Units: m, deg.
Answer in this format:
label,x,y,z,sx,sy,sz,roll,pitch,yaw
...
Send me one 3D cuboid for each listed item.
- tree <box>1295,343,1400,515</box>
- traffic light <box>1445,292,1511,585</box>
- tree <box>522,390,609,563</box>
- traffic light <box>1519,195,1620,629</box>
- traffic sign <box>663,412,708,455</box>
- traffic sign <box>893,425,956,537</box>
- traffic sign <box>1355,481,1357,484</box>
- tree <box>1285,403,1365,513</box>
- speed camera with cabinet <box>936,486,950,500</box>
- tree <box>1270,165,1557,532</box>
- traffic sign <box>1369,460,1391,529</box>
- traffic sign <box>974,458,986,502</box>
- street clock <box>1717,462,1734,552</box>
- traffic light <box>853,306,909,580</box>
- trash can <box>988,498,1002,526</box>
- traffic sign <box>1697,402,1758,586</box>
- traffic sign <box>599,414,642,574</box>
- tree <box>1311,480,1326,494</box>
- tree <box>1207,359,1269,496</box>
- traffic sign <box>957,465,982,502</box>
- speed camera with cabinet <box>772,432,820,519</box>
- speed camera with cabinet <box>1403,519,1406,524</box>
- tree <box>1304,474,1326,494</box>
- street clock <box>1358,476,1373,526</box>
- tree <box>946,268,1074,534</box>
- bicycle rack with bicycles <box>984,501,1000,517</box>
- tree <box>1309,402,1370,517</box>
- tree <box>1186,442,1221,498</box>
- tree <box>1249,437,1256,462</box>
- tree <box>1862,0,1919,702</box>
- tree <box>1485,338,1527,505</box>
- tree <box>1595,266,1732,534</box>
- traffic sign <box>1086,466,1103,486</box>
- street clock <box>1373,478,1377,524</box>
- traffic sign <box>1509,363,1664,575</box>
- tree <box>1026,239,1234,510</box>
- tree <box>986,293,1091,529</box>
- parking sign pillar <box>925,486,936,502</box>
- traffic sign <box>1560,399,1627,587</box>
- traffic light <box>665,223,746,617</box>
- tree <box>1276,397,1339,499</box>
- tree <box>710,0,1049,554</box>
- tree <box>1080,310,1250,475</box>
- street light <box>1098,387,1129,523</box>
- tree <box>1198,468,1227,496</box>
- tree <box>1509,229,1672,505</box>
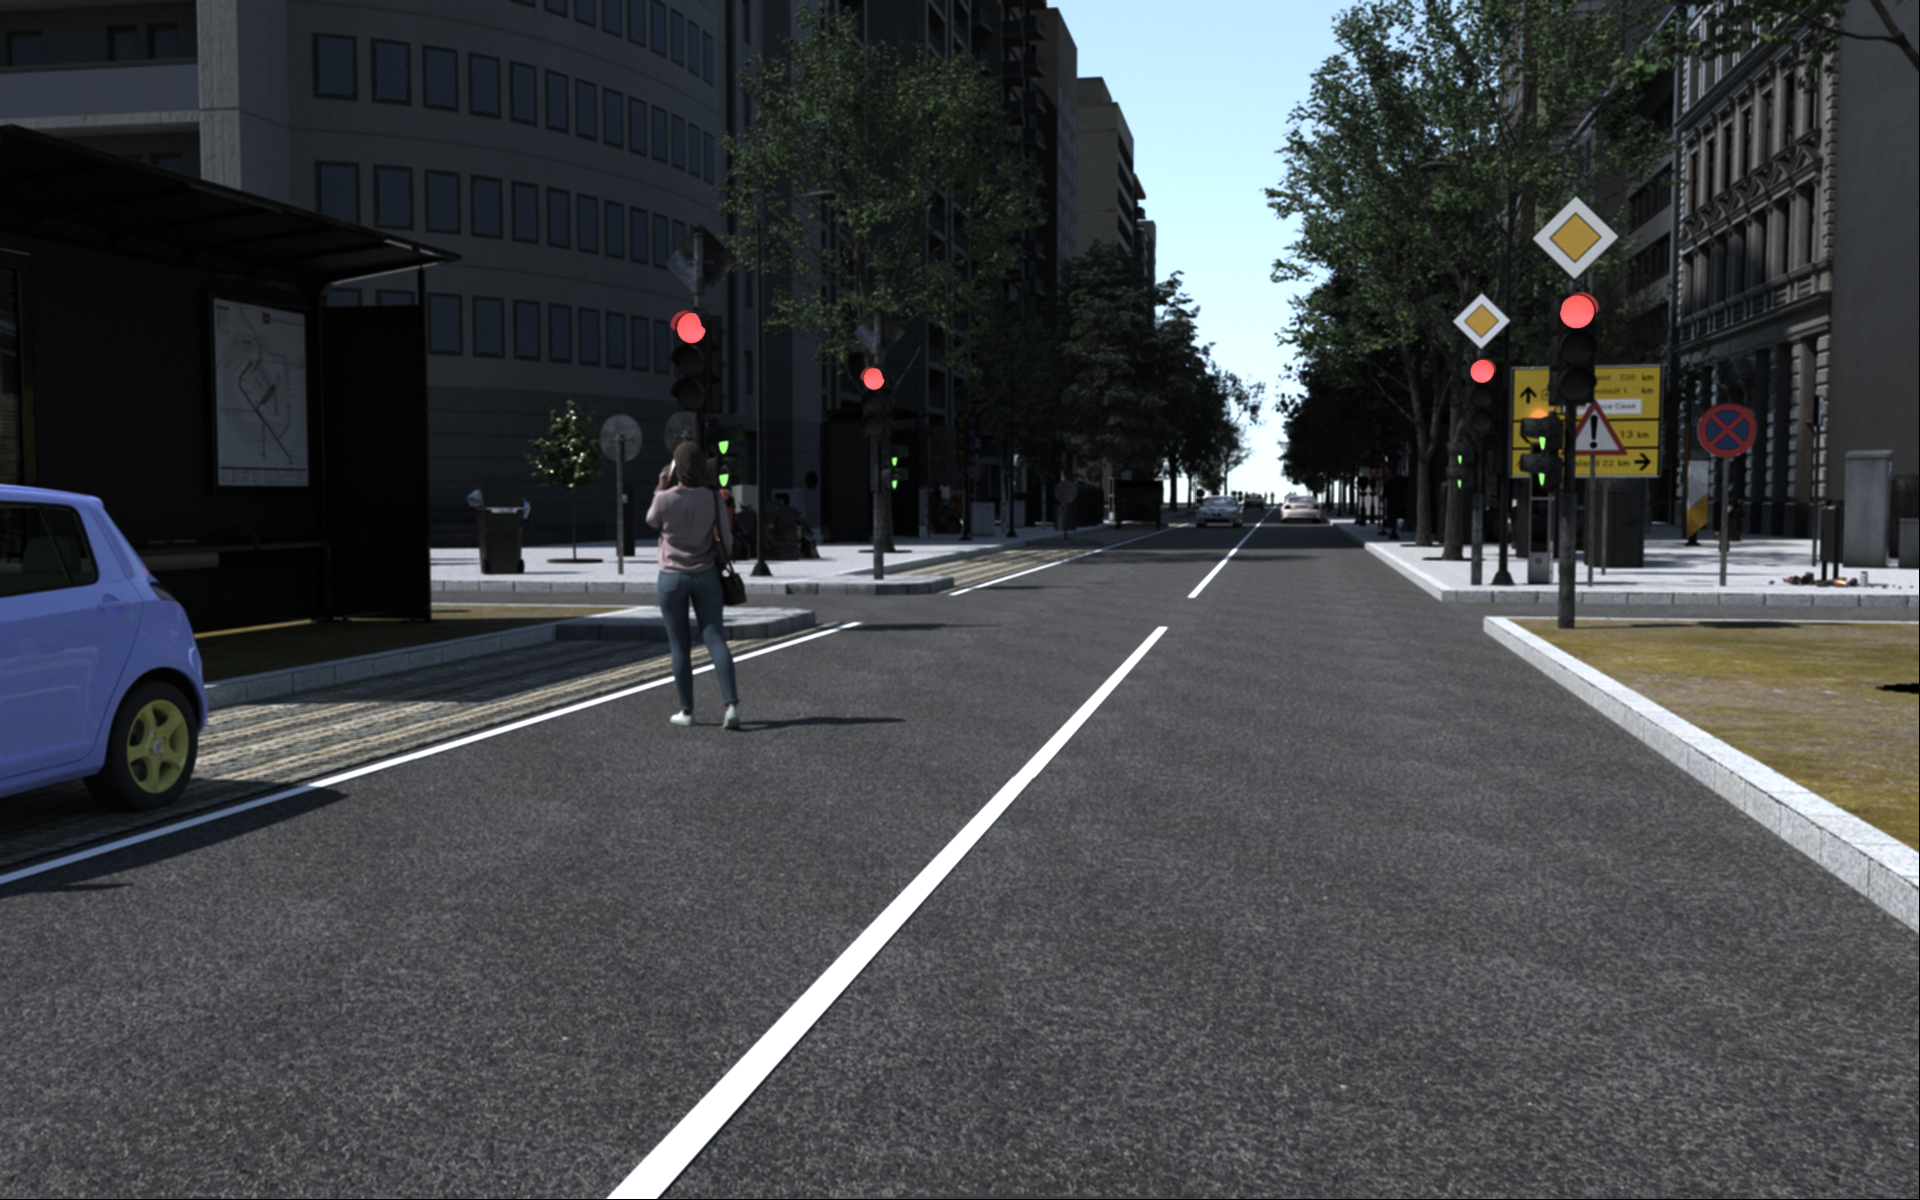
label,x,y,z,sx,sy,sz,roll,pitch,yaw
tree,24.682,-11.541,106.819,7.486,12.596,7.792,0,3,0
traffic light,7.261,-2.164,24.301,0.839,4.253,0.868,1,4,11
tree,-7.376,-2.315,32.448,1.663,3.219,1.824,0,3,0
traffic light,5.780,-1.684,16.454,0.839,4.253,0.868,1,4,11
traffic sign,-4.108,-1.587,26.047,0.768,2.556,0.104,1,4,13
traffic sign,-1.246,-3.531,51.597,2.265,3.308,0.079,1,4,11
traffic sign,21.426,-5.626,91.992,0.884,2.594,0.081,1,4,17
tree,29.838,-12.528,139.243,8.767,10.594,7.601,2,4,33
speed camera with cabinet,-1.264,-5.543,84.969,0.660,3.252,2.038,-2,4,-32
tree,15.489,-8.668,58.725,9.611,12.733,9.660,0,3,0
traffic sign,15.554,-3.919,64.190,0.768,2.556,0.104,1,4,18
traffic sign,0.542,-3.713,60.816,0.768,2.556,0.104,1,4,18
street clock,17.068,-2.083,38.629,0.358,2.002,0.471,2,4,31
traffic light,-1.205,-2.260,25.876,0.839,4.253,0.868,1,4,11
trash can,1.484,-3.620,70.840,0.748,1.137,0.748,0,3,0
traffic sign,10.653,-1.468,24.108,0.768,2.556,0.104,1,4,20
traffic sign,-5.431,-1.685,27.656,0.768,2.556,0.104,1,4,18
tree,50.993,-15.535,248.600,1.663,3.219,1.824,0,3,0
tree,37.191,-23.618,242.039,12.611,20.169,13.585,0,3,0
traffic sign,0.319,-3.666,59.941,0.884,2.594,0.081,1,4,13
speed camera with cabinet,-5.138,-3.761,55.825,2.038,3.252,0.660,2,4,35
speed camera with cabinet,18.128,-4.552,68.753,0.660,3.252,2.038,2,4,27
tree,49.486,-15.755,241.300,4.285,4.588,4.351,0,3,0
street clock,16.244,-3.988,69.775,0.358,2.002,0.471,-1,4,-21
tree,1.464,-6.434,55.561,4.737,8.622,4.395,0,3,0
bicycle rack with bicycles,2.117,-4.796,91.789,2.852,0.926,2.925,-1,4,-20
tree,21.344,-8.858,95.189,4.360,8.622,3.978,0,3,0
tree,23.960,-13.685,174.115,4.360,8.622,3.978,0,3,0
tree,33.327,-19.237,224.893,12.009,13.543,11.850,0,3,0
tree,6.570,-5.183,10.492,9.928,11.665,9.643,0,3,0
tree,20.649,-7.161,67.450,4.360,8.622,3.978,0,3,0
tree,22.263,-6.437,55.603,4.360,8.622,3.978,0,3,0
traffic sign,6.000,-4.727,77.397,0.768,2.556,0.104,1,4,17
street clock,17.862,-4.305,74.951,0.358,2.002,0.471,1,4,21
traffic sign,9.880,-2.051,27.413,2.265,3.308,0.079,1,4,18
tree,7.835,-10.964,85.911,9.857,13.997,8.962,0,3,0
tree,3.021,-6.882,62.885,4.360,8.622,3.978,0,3,0
parking sign pillar,-1.264,-5.225,73.899,1.447,3.967,1.447,0,4,-5
traffic sign,8.716,-1.460,23.880,0.884,2.594,0.081,1,4,11
traffic light,-2.685,-1.780,18.029,0.839,4.253,0.868,1,4,11
tree,44.317,-18.955,216.575,9.857,13.997,8.962,0,3,0
tree,-1.796,-6.844,37.651,9.928,11.665,9.643,0,3,0
tree,12.337,-12.468,114.218,12.009,13.543,11.850,0,3,0
street light,6.664,-6.294,75.447,1.470,5.913,1.316,1,4,11
tree,28.164,-12.846,193.740,4.285,4.588,4.351,0,3,0
tree,17.730,-6.014,48.687,4.737,8.622,4.395,0,3,0
